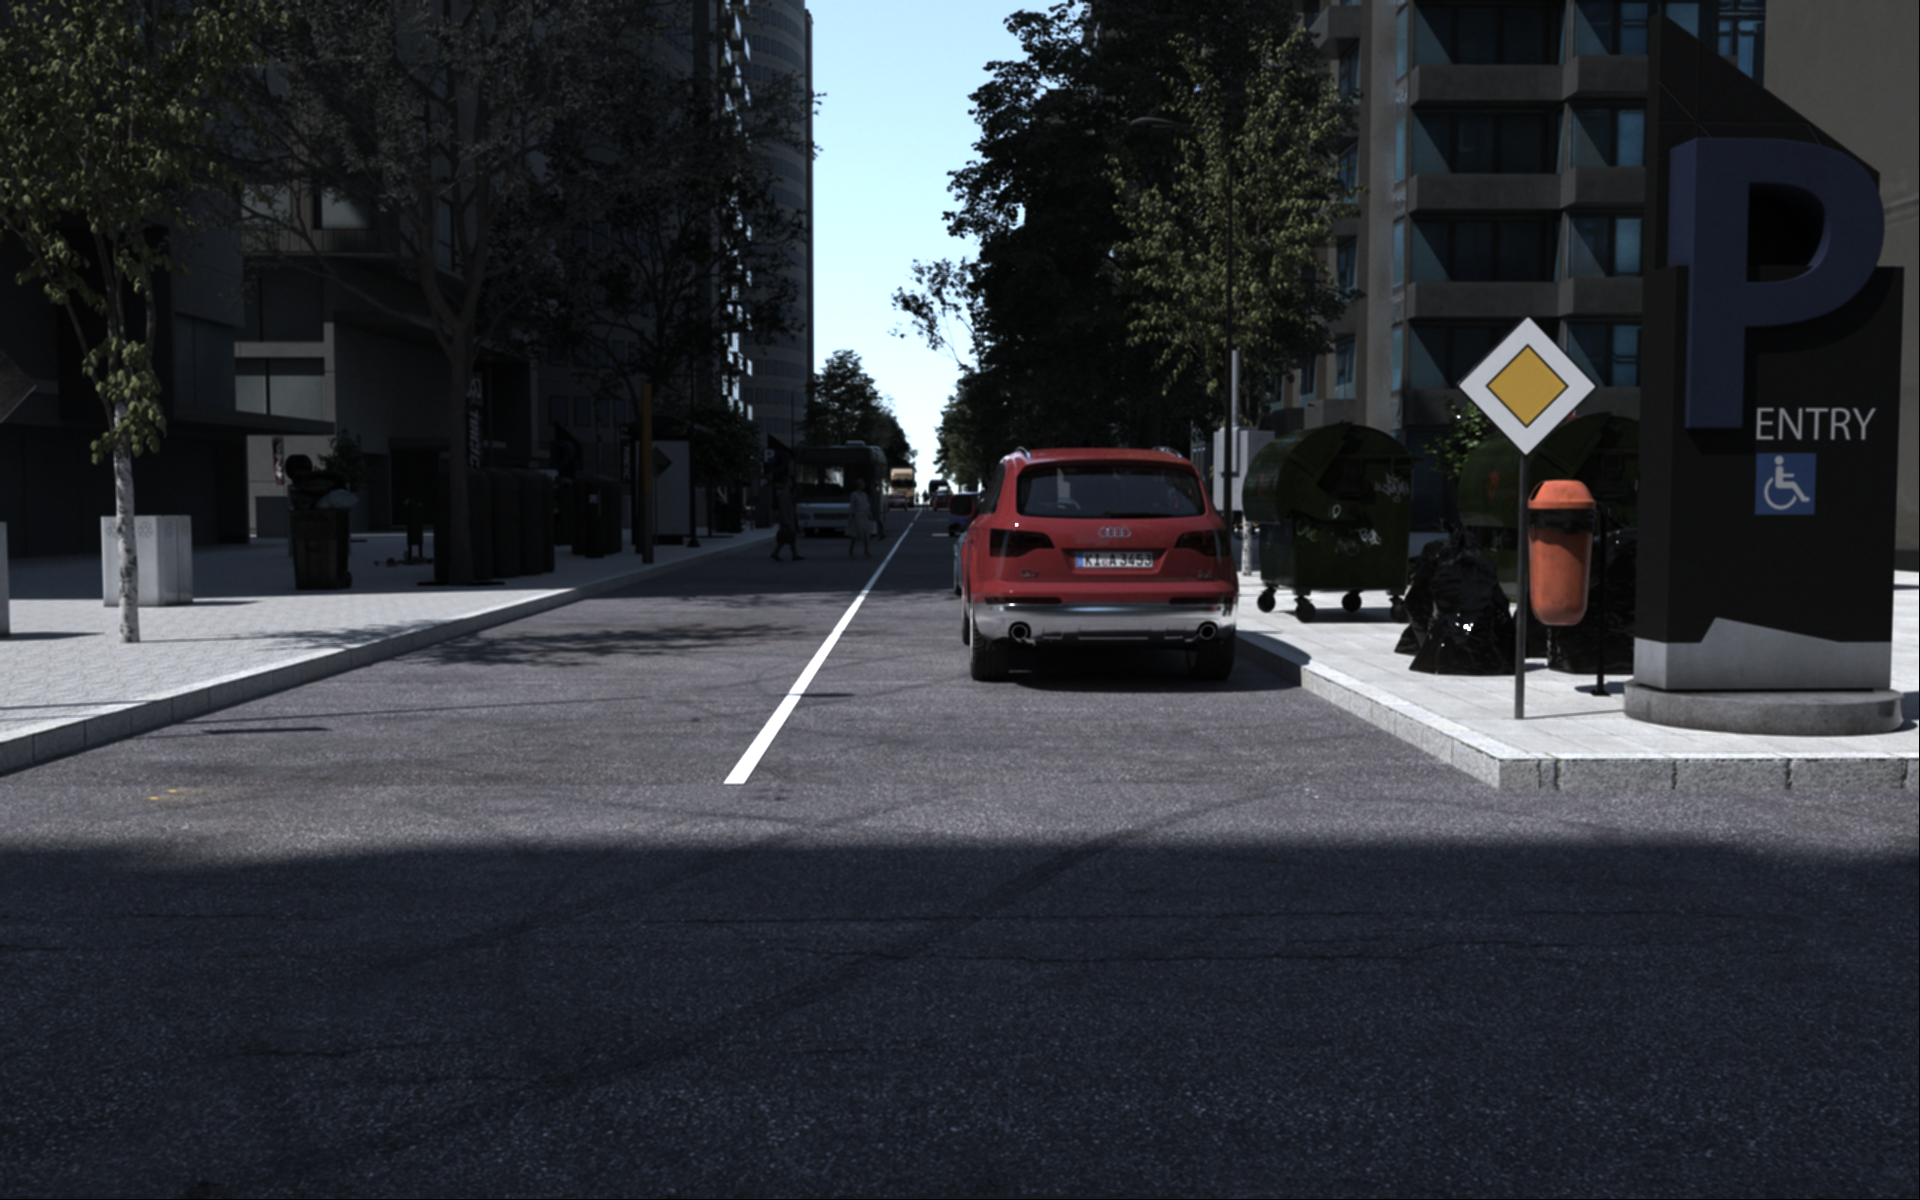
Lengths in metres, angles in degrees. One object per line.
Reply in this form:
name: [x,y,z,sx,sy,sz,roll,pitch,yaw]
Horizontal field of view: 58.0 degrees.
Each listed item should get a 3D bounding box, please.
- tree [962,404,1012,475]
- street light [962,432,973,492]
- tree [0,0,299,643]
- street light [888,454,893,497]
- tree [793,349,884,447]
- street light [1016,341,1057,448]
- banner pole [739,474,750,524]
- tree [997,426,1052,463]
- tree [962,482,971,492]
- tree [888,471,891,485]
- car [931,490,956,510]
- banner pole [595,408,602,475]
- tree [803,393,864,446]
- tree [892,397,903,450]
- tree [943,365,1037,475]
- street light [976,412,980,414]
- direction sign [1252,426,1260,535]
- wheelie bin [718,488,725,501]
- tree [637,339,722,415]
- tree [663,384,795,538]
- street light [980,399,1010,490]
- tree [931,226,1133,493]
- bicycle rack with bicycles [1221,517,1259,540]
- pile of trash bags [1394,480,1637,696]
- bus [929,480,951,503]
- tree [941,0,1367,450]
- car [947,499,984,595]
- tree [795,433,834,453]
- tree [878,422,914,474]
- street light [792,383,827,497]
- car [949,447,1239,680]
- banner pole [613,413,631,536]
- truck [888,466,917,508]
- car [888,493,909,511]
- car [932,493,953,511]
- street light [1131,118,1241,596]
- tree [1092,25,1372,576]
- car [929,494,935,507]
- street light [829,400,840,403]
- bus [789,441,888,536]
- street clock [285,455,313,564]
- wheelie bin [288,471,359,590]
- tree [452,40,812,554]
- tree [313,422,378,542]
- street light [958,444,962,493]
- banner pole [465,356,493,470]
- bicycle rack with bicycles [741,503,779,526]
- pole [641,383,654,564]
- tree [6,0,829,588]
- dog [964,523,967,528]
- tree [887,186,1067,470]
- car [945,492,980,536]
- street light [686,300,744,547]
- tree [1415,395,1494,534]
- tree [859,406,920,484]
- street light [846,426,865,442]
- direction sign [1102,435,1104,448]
tree: [2.226,-10.742,125.989,4.360,8.622,3.978,0,3,0]
street light: [1.120,-9.596,129.437,1.470,5.913,1.316,0,4,-1]
tree: [-7.325,-3.924,14.521,4.737,8.622,4.395,0,3,0]
street light: [-8.454,-13.991,201.293,1.470,5.913,1.316,0,4,-1]
tree: [-9.380,-13.287,135.375,7.486,12.596,7.792,0,3,0]
street light: [2.383,-4.906,52.761,1.470,5.913,1.316,0,4,-1]
banner pole: [-9.385,-5.197,74.995,0.863,3.779,0.401,2,4,24]
tree: [3.397,-5.824,78.931,4.285,4.588,4.351,0,3,0]
tree: [1.008,-12.779,203.544,1.663,3.219,1.824,0,3,0]
tree: [-8.813,-12.545,188.828,4.285,4.588,4.351,0,3,0]
car: [-1.431,-8.991,155.671,2.281,1.827,5.304,0,4,-1]
banner pole: [-10.431,-3.674,50.081,0.401,3.779,0.863,-1,4,-22]
tree: [-8.866,-10.658,124.614,4.737,8.622,4.395,0,3,0]
tree: [-9.695,-15.208,159.014,12.009,13.543,11.850,0,3,0]
tree: [2.170,-12.854,135.913,9.928,11.665,9.643,0,3,0]
street light: [1.623,-7.688,98.237,1.470,5.913,1.316,0,4,-1]
direction sign: [9.094,-3.791,53.972,0.379,3.537,0.876,-1,4,-22]
wheelie bin: [-11.602,-4.560,82.468,0.693,1.594,0.980,0,4,7]
tree: [-12.909,-7.843,78.599,4.360,8.622,3.978,0,3,0]
tree: [-7.511,-4.133,51.287,4.285,4.588,4.351,0,3,0]
street light: [1.836,-6.815,83.960,1.470,5.913,1.316,0,4,-1]
tree: [3.723,-9.256,69.469,7.486,12.596,7.792,0,3,0]
bicycle rack with bicycles: [8.479,-2.189,49.173,2.925,0.926,2.852,1,4,21]
pile of trash bags: [4.164,-0.166,12.468,1.912,1.369,3.447,1,4,12]
bus: [-2.705,-14.212,227.218,2.948,3.499,13.247,0,4,0]
tree: [4.256,-8.065,38.519,9.857,13.997,8.962,0,3,0]
car: [0.855,-0.676,23.059,2.014,1.417,4.499,0,4,-3]
tree: [-7.876,-6.682,92.956,4.285,4.588,4.351,0,3,0]
tree: [-9.422,-16.819,209.396,8.767,10.594,7.601,2,4,24]
street light: [-6.482,-6.131,72.779,1.470,5.913,1.316,0,4,-1]
car: [1.053,-0.379,14.878,2.281,1.827,5.304,0,4,-1]
banner pole: [-10.434,-3.886,53.558,0.863,3.779,0.401,-3,5,-39]
truck: [-5.852,-11.517,177.218,2.839,4.237,11.283,0,4,-1]
car: [-5.423,-8.549,148.809,2.155,1.783,4.494,0,4,-2]
car: [-1.316,-8.362,145.751,2.155,1.783,4.494,0,4,-2]
street light: [2.807,-2.998,21.560,1.470,5.913,1.316,0,4,-1]
tree: [4.250,-4.679,26.865,4.737,8.622,4.395,0,3,0]
car: [-2.585,-11.685,200.087,2.155,1.783,4.494,0,4,-3]
street light: [-6.648,-6.943,86.058,1.470,5.913,1.316,0,4,-1]
bus: [-4.083,-4.088,61.692,2.948,3.499,13.247,0,4,0]
street clock: [-12.120,-1.665,31.789,0.358,2.002,0.471,1,4,22]
wheelie bin: [-8.584,-0.942,23.308,0.980,1.594,0.693,0,4,-1]
tree: [-6.928,-6.251,36.616,8.767,10.594,7.601,1,4,8]
tree: [-16.368,-3.174,46.502,1.663,3.219,1.824,0,3,0]
street light: [0.589,-11.535,161.144,1.470,5.913,1.316,0,4,-1]
banner pole: [-8.654,-2.525,31.303,0.401,3.779,0.863,2,4,30]
bicycle rack with bicycles: [-8.306,-3.521,70.948,2.925,0.926,2.852,-2,4,-28]
pole: [-5.774,-2.330,31.939,0.158,3.312,0.155,0,3,0]
tree: [-7.062,-6.956,24.107,12.009,13.543,11.850,0,3,0]
dog: [0.160,-1.321,38.434,0.513,0.831,0.800,1,4,9]
tree: [1.370,-15.473,108.875,12.611,20.169,13.585,0,3,0]
car: [0.450,-3.076,59.885,1.945,1.707,3.694,0,3,0]
street light: [-5.880,-4.223,41.581,1.470,5.913,1.316,0,4,-1]
tree: [8.667,-2.104,29.003,1.663,3.219,1.824,0,3,0]
tree: [-10.665,-18.763,223.789,9.611,12.733,9.660,0,3,0]
street light: [-7.191,-8.906,118.151,1.470,5.913,1.316,0,4,-1]
direction sign: [4.084,-3.518,49.523,0.379,3.537,0.876,0,4,4]
